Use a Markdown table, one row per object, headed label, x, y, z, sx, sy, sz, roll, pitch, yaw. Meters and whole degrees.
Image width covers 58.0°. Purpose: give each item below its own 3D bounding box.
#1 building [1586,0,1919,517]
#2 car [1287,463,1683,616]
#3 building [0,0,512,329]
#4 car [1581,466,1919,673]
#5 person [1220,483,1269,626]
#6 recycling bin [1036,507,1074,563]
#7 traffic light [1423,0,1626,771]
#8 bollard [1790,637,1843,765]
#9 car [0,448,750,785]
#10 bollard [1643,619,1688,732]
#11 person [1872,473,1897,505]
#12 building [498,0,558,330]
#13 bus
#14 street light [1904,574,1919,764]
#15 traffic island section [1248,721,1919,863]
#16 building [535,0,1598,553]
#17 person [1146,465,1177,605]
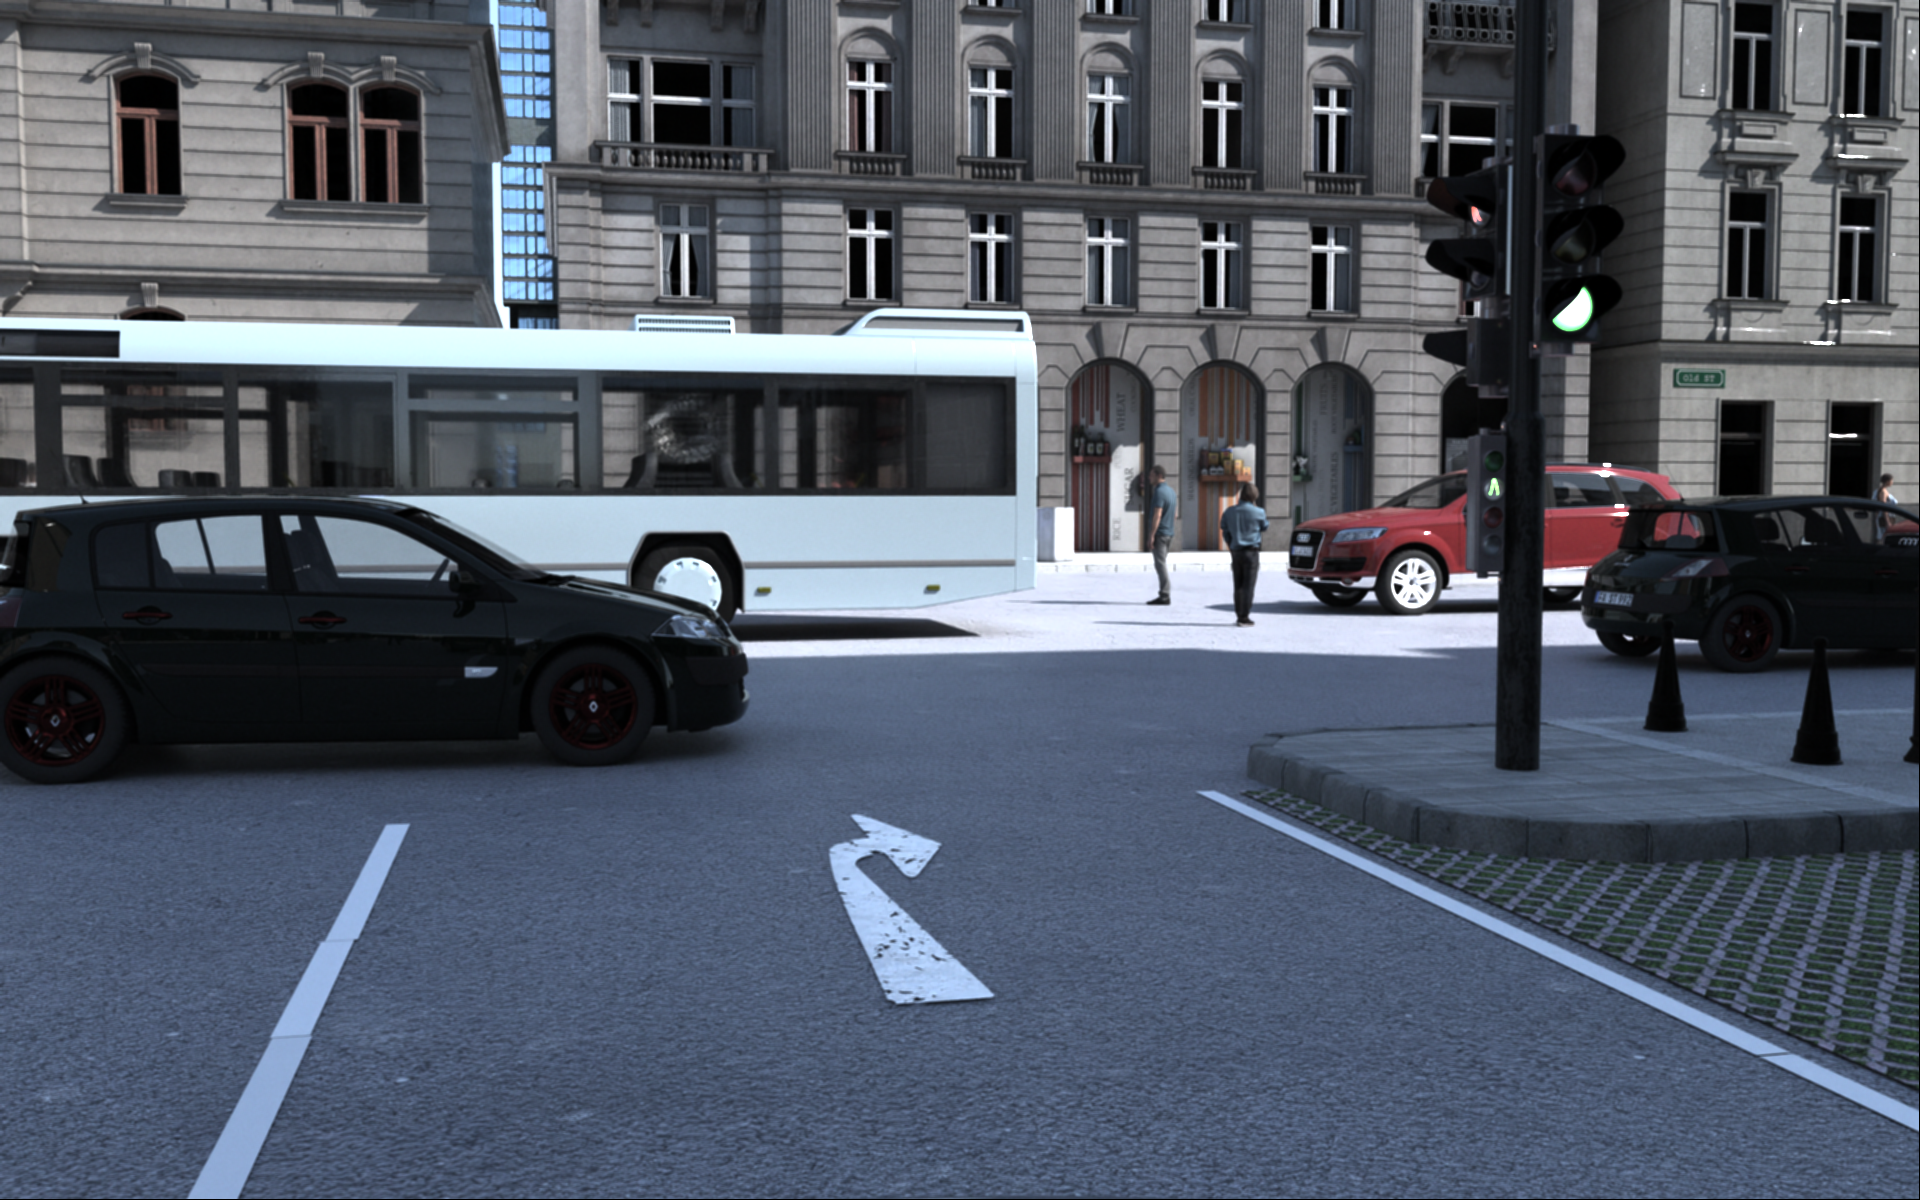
| label | x | y | z | sx | sy | sz | roll | pitch | yaw |
| --- | --- | --- | --- | --- | --- | --- | --- | --- | --- |
| building | 35.433 | -16.863 | 52.127 | 44.131 | 29.872 | 17.030 | -1 | 4 | -13 |
| car | 6.678 | -0.798 | 21.724 | 5.304 | 1.827 | 2.281 | -1 | 4 | -15 |
| building | -22.157 | -15.371 | 38.701 | 23.554 | 28.519 | 14.401 | -1 | 4 | -13 |
| car | 7.454 | -0.313 | 14.896 | 4.222 | 1.686 | 2.009 | -1 | 4 | -12 |
| person | 3.078 | -0.494 | 18.784 | 0.429 | 1.552 | 0.499 | -2 | 4 | -35 |
| recycling bin | 1.685 | -1.240 | 32.823 | 0.722 | 1.027 | 0.722 | 2 | 4 | 35 |
| traffic light | 0.562 | -2.003 | 7.412 | 4.771 | 5.953 | 1.251 | -1 | 4 | -13 |
| bollard | 4.105 | 0.475 | 8.282 | 0.229 | 0.601 | 0.229 | 0 | 3 | 0 |
| car | -3.291 | 0.012 | 9.590 | 4.222 | 1.686 | 2.009 | -1 | 4 | -13 |
| bollard | 3.847 | 0.405 | 9.423 | 0.229 | 0.601 | 0.229 | 0 | 3 | 0 |
| person | 17.050 | -1.433 | 32.022 | 0.778 | 1.811 | 0.616 | 2 | 4 | 26 |
| building | -40.786 | -54.237 | 199.441 | 31.000 | 86.520 | 22.319 | -1 | 4 | -13 |
| bus | -5.958 | -1.344 | 16.830 | 13.247 | 3.499 | 2.948 | -1 | 4 | -14 |
| street light | 4.621 | -2.161 | 8.116 | 0.468 | 5.910 | 1.993 | -1 | 4 | -13 |
| traffic island section | 2.622 | 0.865 | 8.143 | 2.009 | 0.180 | 2.903 | -1 | 4 | -13 |
| building | 1.908 | -12.276 | 42.507 | 24.055 | 21.916 | 13.314 | -1 | 4 | -13 |
| person | 2.583 | -0.846 | 22.452 | 0.434 | 1.807 | 0.598 | 3 | 4 | 38 |
